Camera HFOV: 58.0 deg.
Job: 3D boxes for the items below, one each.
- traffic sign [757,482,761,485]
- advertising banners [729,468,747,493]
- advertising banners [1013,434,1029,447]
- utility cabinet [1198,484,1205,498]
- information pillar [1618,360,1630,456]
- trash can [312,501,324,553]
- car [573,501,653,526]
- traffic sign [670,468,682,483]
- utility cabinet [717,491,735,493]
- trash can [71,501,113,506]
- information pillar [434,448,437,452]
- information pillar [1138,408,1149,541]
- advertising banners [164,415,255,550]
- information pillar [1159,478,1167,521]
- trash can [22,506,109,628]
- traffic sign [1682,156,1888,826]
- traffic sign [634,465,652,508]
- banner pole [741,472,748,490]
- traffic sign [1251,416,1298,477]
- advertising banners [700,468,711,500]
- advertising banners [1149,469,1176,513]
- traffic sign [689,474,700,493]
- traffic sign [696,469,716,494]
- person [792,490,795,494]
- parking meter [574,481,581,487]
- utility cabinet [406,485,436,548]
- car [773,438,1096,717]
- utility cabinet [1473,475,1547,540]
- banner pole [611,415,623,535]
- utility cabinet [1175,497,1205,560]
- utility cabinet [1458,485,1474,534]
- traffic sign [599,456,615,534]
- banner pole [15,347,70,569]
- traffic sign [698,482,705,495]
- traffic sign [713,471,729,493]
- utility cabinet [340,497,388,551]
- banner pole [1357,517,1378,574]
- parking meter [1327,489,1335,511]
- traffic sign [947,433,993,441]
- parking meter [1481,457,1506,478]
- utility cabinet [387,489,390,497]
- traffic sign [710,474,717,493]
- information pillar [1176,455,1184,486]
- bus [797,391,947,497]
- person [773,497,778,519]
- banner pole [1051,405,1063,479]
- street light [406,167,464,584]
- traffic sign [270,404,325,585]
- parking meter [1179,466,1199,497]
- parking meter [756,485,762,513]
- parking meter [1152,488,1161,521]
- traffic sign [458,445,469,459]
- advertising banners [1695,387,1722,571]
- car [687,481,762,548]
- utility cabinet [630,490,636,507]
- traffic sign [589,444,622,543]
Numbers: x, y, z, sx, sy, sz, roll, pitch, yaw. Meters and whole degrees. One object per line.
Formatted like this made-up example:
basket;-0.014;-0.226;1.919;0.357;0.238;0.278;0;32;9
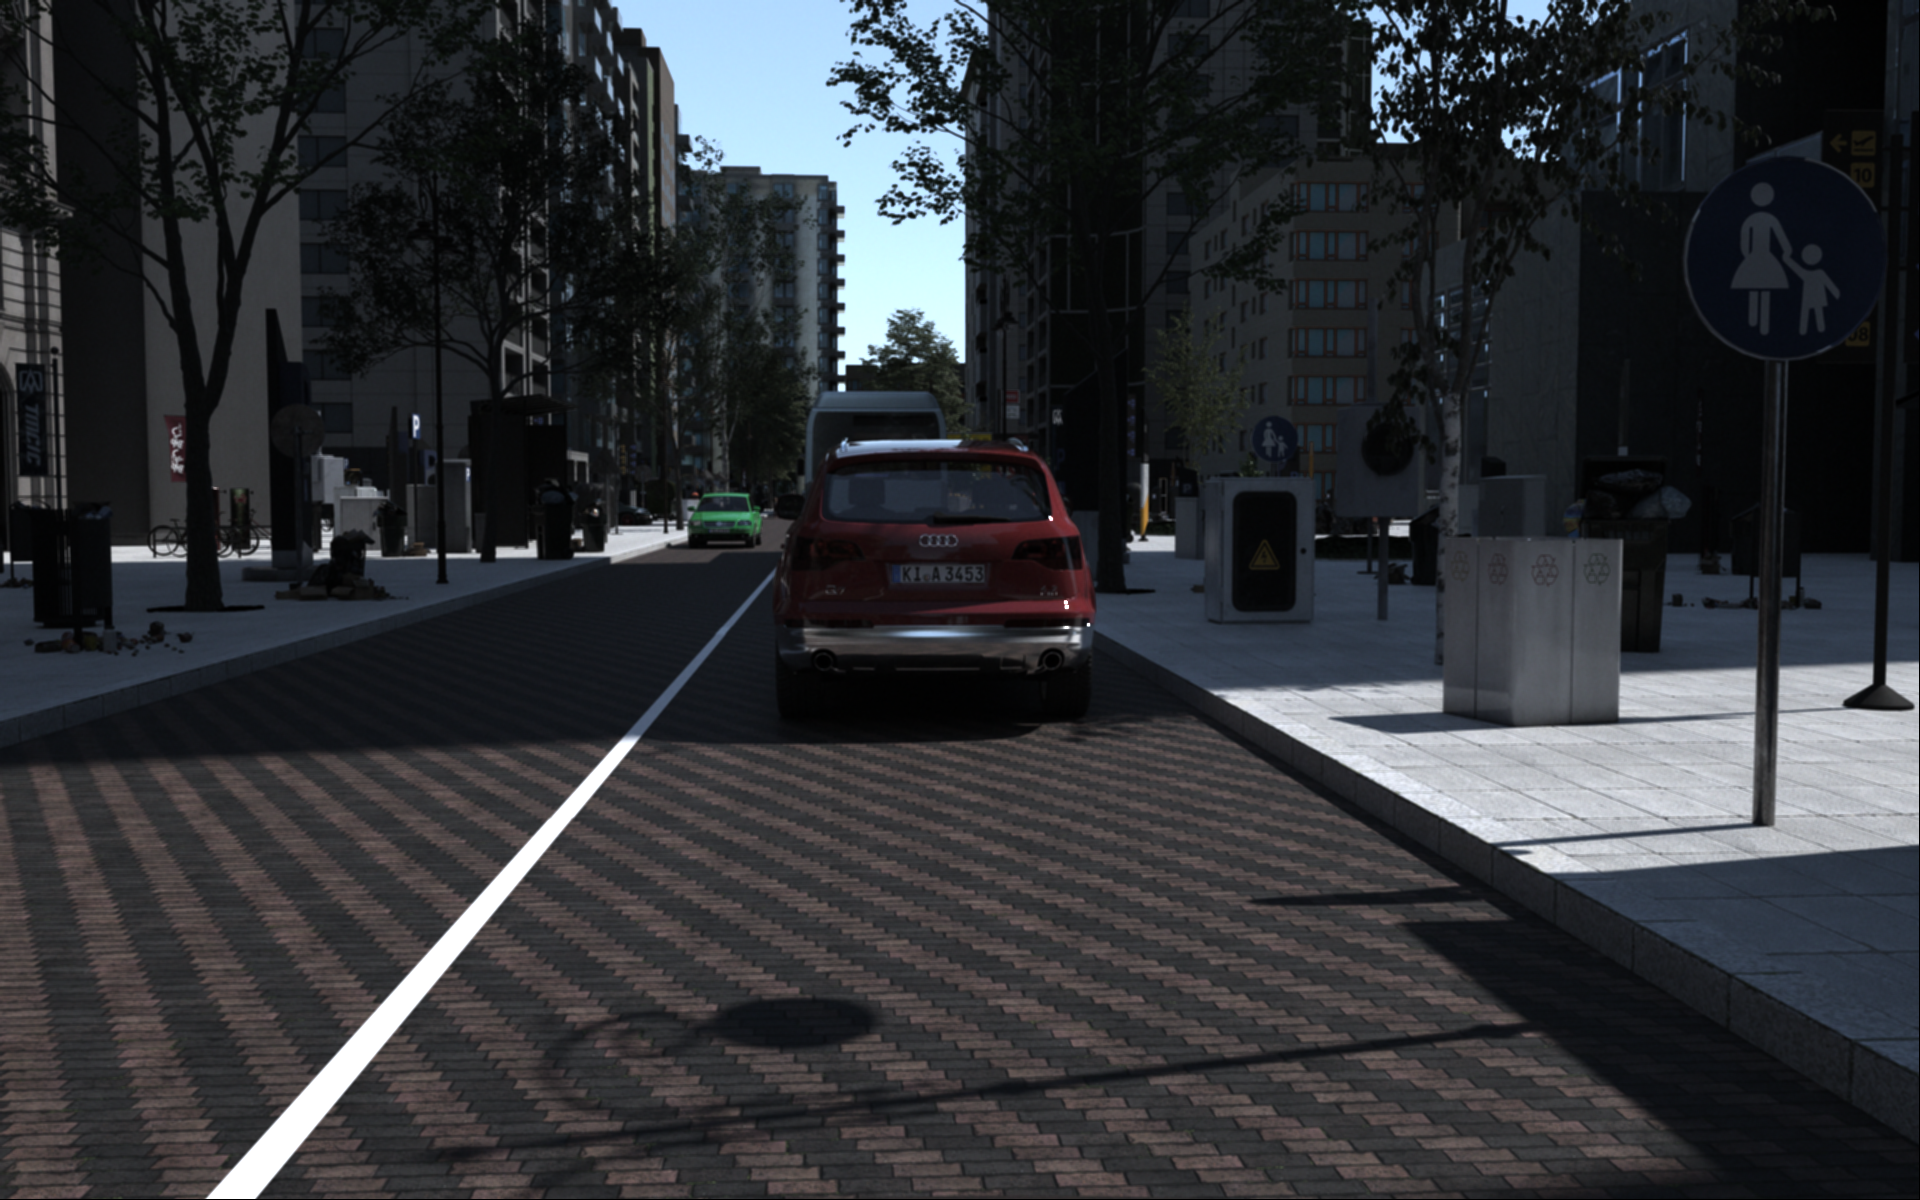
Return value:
traffic sign;-16.280;-8.486;139.928;0.795;2.450;0.064;0;4;2
advertising banners;-14.700;-7.207;114.019;0.090;3.025;2.074;2;4;35
advertising banners;2.429;-3.312;50.347;2.074;3.025;0.090;2;4;33
utility cabinet;5.205;-1.774;37.683;0.318;1.500;1.173;0;4;-7
information pillar;11.662;-2.393;30.476;0.183;3.616;0.504;1;4;12
trash can;-14.324;-1.610;37.976;0.748;1.137;0.748;0;3;0
car;-14.974;-3.822;72.271;4.222;1.686;2.009;0;4;-2
traffic sign;-14.334;-5.292;86.525;0.884;2.594;0.081;0;4;-3
utility cabinet;-16.287;-6.842;120.551;1.173;1.500;0.318;-1;4;-21
trash can;-17.374;-1.409;34.691;0.748;1.137;0.748;0;3;0
information pillar;-24.594;-5.514;81.508;0.504;3.616;0.183;2;4;26
information pillar;5.027;-3.412;47.144;0.183;3.616;0.504;1;4;23
advertising banners;-16.974;-2.630;39.185;0.090;3.025;2.074;3;4;37
information pillar;9.419;-4.650;80.512;0.304;2.012;0.304;-1;4;-9
trash can;-8.615;-0.310;16.724;0.748;1.137;0.748;0;3;0
traffic sign;3.121;-0.400;6.648;0.768;2.556;0.104;0;4;1
traffic sign;-13.692;-4.567;74.778;0.768;2.556;0.104;0;4;6
banner pole;-17.356;-9.166;139.887;0.863;3.779;0.401;-3;5;-43
traffic sign;5.110;-1.720;28.227;0.768;2.556;0.104;0;4;1
advertising banners;-16.631;-7.189;113.731;0.090;3.025;2.074;1;4;14
advertising banners;13.769;-7.437;117.785;2.074;3.025;0.090;1;4;22
traffic sign;-17.022;-6.807;111.395;0.768;2.556;0.104;0;4;2
traffic sign;-9.971;-3.935;67.978;0.795;2.450;0.064;0;4;-4
person;-14.318;-8.614;149.738;0.661;1.777;0.834;3;5;45
parking meter;-17.008;-4.369;77.150;0.255;1.863;0.399;1;4;15
utility cabinet;-12.779;-2.002;41.405;0.318;1.500;1.173;1;4;12
car;-0.240;-0.246;12.693;2.281;1.827;5.304;0;4;-3
utility cabinet;6.531;-0.727;20.572;0.318;1.500;1.173;-1;4;-8
banner pole;-10.834;-3.962;54.788;0.401;3.779;0.863;-1;4;-22
utility cabinet;4.598;-1.412;34.251;0.306;1.237;1.020;-1;4;-18
utility cabinet;12.218;-1.999;41.362;0.318;1.500;1.173;-2;4;-28
traffic sign;-11.377;-3.419;56.004;0.768;2.556;0.104;0;4;-4
banner pole;-15.547;-2.408;29.383;0.401;3.779;0.863;3;5;43
traffic sign;-15.830;-6.544;107.100;0.768;2.556;0.104;0;4;-1
traffic sign;-10.512;-4.422;75.945;0.795;2.450;0.064;0;4;-4
utility cabinet;-13.476;-1.716;39.215;1.020;1.237;0.306;-2;4;-24
banner pole;6.682;-2.326;28.054;0.401;3.779;0.863;1;4;19
parking meter;17.490;-4.484;81.726;0.372;1.533;0.369;0;3;0
traffic sign;-0.038;-3.888;57.443;2.265;3.308;0.079;0;4;5
parking meter;8.295;-1.300;26.974;0.255;1.863;0.399;-1;4;-9
utility cabinet;-26.476;-4.406;80.721;0.318;1.500;1.173;-1;4;-23
traffic sign;-15.415;-6.642;108.694;0.768;2.556;0.104;0;4;3
information pillar;13.257;-6.922;104.527;0.504;3.616;0.183;1;4;9
bus;-2.090;-2.616;37.636;2.948;3.499;13.247;0;4;-5
person;-10.592;-5.303;99.877;0.362;1.253;0.373;-1;4;-13
banner pole;2.560;-3.238;42.966;0.863;3.779;0.401;-3;4;-38
street light;-7.430;-3.174;24.683;0.468;5.910;1.993;0;4;-4
traffic sign;-9.345;-1.489;24.449;0.768;2.556;0.104;0;4;-2
parking meter;4.806;-1.877;36.407;0.399;1.863;0.255;1;4;18
parking meter;-13.532;-6.765;116.325;0.255;1.863;0.399;-3;4;-39
parking meter;7.874;-3.727;69.340;0.372;1.533;0.369;0;3;0
traffic sign;-12.388;-2.687;44.038;0.768;2.556;0.104;0;4;3
advertising banners;12.577;-2.016;29.151;0.090;3.025;2.074;2;4;34
car;-6.401;-2.359;47.365;1.959;1.807;4.718;0;4;-3
utility cabinet;-23.745;-7.151;125.596;1.173;1.500;0.318;3;5;43
traffic sign;-9.279;-2.772;45.334;0.884;2.594;0.081;0;4;1
